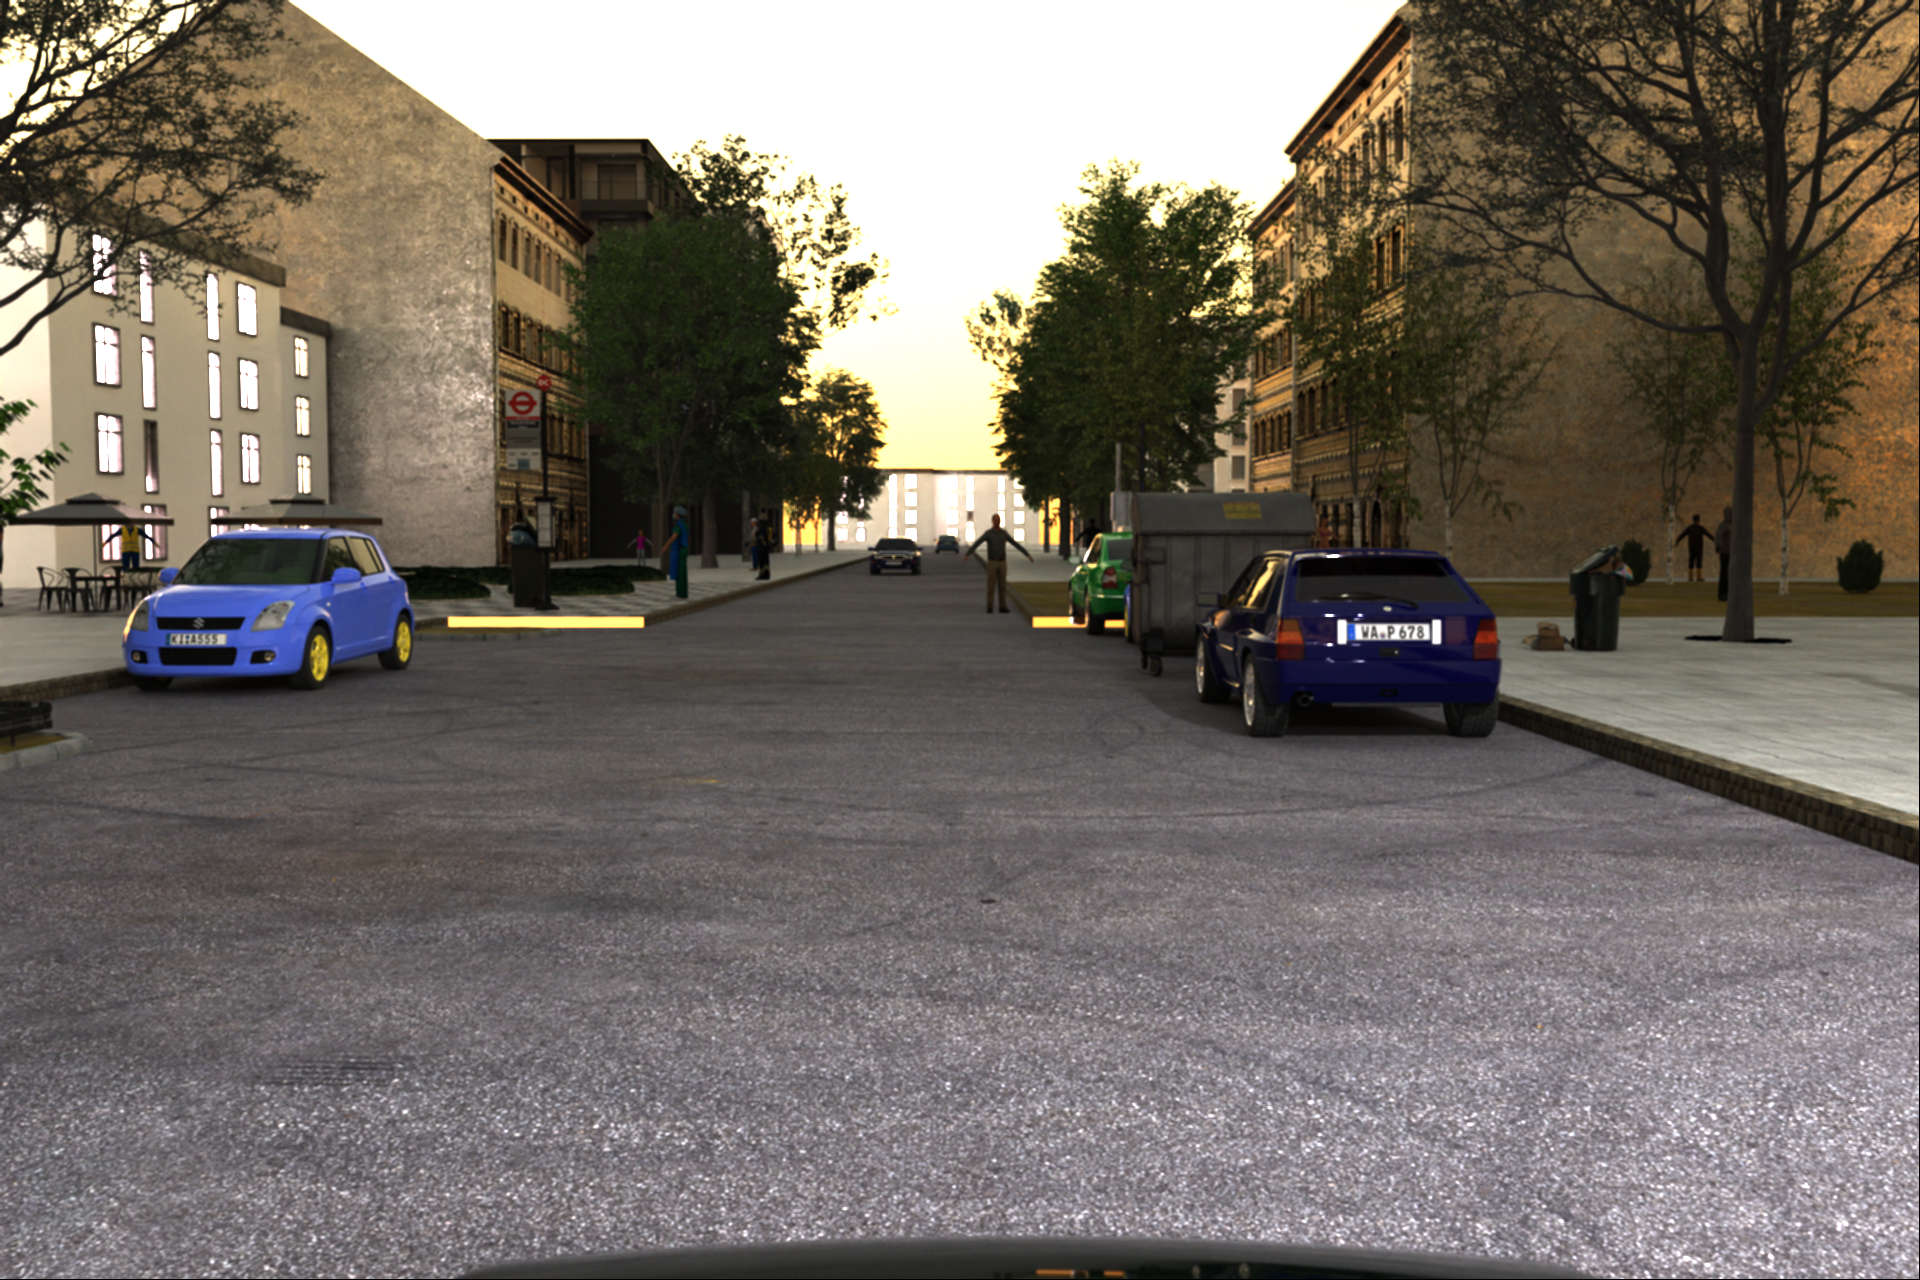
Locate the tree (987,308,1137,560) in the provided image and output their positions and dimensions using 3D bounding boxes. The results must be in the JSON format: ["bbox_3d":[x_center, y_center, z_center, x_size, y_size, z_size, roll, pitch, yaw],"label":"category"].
[{"bbox_3d":[4.862,-10.204,84.955,7.486,12.596,7.792,0,3,0],"label":"tree"}]

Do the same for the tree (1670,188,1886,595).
[{"bbox_3d":[17.177,-5.242,36.063,4.737,8.622,4.395,0,3,0],"label":"tree"}]

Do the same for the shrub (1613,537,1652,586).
[{"bbox_3d":[16.483,-1.921,42.532,1.383,1.207,1.383,0,3,0],"label":"shrub"}]

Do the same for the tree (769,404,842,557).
[{"bbox_3d":[-9.069,-9.040,98.166,4.737,8.622,4.395,0,3,0],"label":"tree"}]

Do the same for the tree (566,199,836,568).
[{"bbox_3d":[-9.584,-9.690,65.090,9.857,13.997,8.962,0,3,0],"label":"tree"}]

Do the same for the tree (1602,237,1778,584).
[{"bbox_3d":[17.883,-5.725,43.960,4.360,8.622,3.978,0,3,0],"label":"tree"}]

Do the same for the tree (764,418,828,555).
[{"bbox_3d":[-9.763,-9.542,106.376,4.360,8.622,3.978,0,3,0],"label":"tree"}]

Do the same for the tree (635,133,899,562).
[{"bbox_3d":[-9.233,-13.739,80.524,12.611,20.169,13.585,0,3,0],"label":"tree"}]

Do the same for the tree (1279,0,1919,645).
[{"bbox_3d":[9.415,-6.730,20.402,12.009,13.543,11.850,0,3,0],"label":"tree"}]

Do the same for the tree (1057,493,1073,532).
[{"bbox_3d":[14.375,-16.445,219.237,4.737,8.622,4.395,0,3,0],"label":"tree"}]

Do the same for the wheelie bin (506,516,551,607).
[{"bbox_3d":[-7.560,-1.377,30.416,0.693,1.594,0.980,0,4,-1],"label":"wheelie bin"}]

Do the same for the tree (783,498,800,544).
[{"bbox_3d":[-21.666,-16.640,222.432,4.737,8.622,4.395,0,3,0],"label":"tree"}]

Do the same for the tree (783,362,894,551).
[{"bbox_3d":[-9.662,-13.679,130.305,9.857,13.997,8.962,0,3,0],"label":"tree"}]

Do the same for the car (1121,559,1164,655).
[{"bbox_3d":[3.022,-0.743,21.743,1.945,1.707,3.694,0,4,0],"label":"car"}]

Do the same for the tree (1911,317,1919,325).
[{"bbox_3d":[27.097,-7.586,42.152,7.486,12.596,7.792,0,3,0],"label":"tree"}]

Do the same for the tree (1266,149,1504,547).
[{"bbox_3d":[7.929,-5.082,33.453,4.737,8.622,4.395,0,3,0],"label":"tree"}]

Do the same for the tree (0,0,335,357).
[{"bbox_3d":[-12.458,-6.759,20.887,12.009,13.543,11.850,0,3,0],"label":"tree"}]

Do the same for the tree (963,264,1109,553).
[{"bbox_3d":[7.399,-16.105,119.208,12.611,20.169,13.585,0,3,0],"label":"tree"}]

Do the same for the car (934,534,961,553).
[{"bbox_3d":[-0.953,-7.200,129.720,2.014,1.417,4.499,0,4,0],"label":"car"}]

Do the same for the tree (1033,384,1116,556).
[{"bbox_3d":[5.265,-7.800,77.885,4.737,8.622,4.395,0,3,0],"label":"tree"}]

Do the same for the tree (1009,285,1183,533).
[{"bbox_3d":[5.620,-8.822,69.993,9.928,11.665,9.643,0,3,0],"label":"tree"}]

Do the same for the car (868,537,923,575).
[{"bbox_3d":[-2.293,-3.013,61.845,1.945,1.354,3.894,0,4,0],"label":"car"}]

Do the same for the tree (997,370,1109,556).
[{"bbox_3d":[5.643,-11.273,102.437,7.486,12.596,7.792,0,3,0],"label":"tree"}]

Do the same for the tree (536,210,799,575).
[{"bbox_3d":[-9.187,-7.875,54.508,9.928,11.665,9.643,0,3,0],"label":"tree"}]

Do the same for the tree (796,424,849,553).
[{"bbox_3d":[-9.618,-10.183,116.851,4.737,8.622,4.395,0,3,0],"label":"tree"}]

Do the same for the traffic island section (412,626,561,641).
[{"bbox_3d":[-6.702,-0.085,24.262,1.991,0.108,1.994,0,4,1],"label":"traffic island section"}]

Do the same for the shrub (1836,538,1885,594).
[{"bbox_3d":[19.379,-1.600,37.272,1.383,1.207,1.383,0,3,0],"label":"shrub"}]

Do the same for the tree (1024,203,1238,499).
[{"bbox_3d":[5.863,-8.635,59.315,7.486,12.596,7.792,0,3,0],"label":"tree"}]

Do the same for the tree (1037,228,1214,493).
[{"bbox_3d":[4.160,-5.541,40.950,4.737,8.622,4.395,0,3,0],"label":"tree"}]

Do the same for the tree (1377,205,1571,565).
[{"bbox_3d":[11.094,-5.445,39.390,4.360,8.622,3.978,0,3,0],"label":"tree"}]

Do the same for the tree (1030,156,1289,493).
[{"bbox_3d":[5.591,-7.499,48.365,9.928,11.665,9.643,0,3,0],"label":"tree"}]
